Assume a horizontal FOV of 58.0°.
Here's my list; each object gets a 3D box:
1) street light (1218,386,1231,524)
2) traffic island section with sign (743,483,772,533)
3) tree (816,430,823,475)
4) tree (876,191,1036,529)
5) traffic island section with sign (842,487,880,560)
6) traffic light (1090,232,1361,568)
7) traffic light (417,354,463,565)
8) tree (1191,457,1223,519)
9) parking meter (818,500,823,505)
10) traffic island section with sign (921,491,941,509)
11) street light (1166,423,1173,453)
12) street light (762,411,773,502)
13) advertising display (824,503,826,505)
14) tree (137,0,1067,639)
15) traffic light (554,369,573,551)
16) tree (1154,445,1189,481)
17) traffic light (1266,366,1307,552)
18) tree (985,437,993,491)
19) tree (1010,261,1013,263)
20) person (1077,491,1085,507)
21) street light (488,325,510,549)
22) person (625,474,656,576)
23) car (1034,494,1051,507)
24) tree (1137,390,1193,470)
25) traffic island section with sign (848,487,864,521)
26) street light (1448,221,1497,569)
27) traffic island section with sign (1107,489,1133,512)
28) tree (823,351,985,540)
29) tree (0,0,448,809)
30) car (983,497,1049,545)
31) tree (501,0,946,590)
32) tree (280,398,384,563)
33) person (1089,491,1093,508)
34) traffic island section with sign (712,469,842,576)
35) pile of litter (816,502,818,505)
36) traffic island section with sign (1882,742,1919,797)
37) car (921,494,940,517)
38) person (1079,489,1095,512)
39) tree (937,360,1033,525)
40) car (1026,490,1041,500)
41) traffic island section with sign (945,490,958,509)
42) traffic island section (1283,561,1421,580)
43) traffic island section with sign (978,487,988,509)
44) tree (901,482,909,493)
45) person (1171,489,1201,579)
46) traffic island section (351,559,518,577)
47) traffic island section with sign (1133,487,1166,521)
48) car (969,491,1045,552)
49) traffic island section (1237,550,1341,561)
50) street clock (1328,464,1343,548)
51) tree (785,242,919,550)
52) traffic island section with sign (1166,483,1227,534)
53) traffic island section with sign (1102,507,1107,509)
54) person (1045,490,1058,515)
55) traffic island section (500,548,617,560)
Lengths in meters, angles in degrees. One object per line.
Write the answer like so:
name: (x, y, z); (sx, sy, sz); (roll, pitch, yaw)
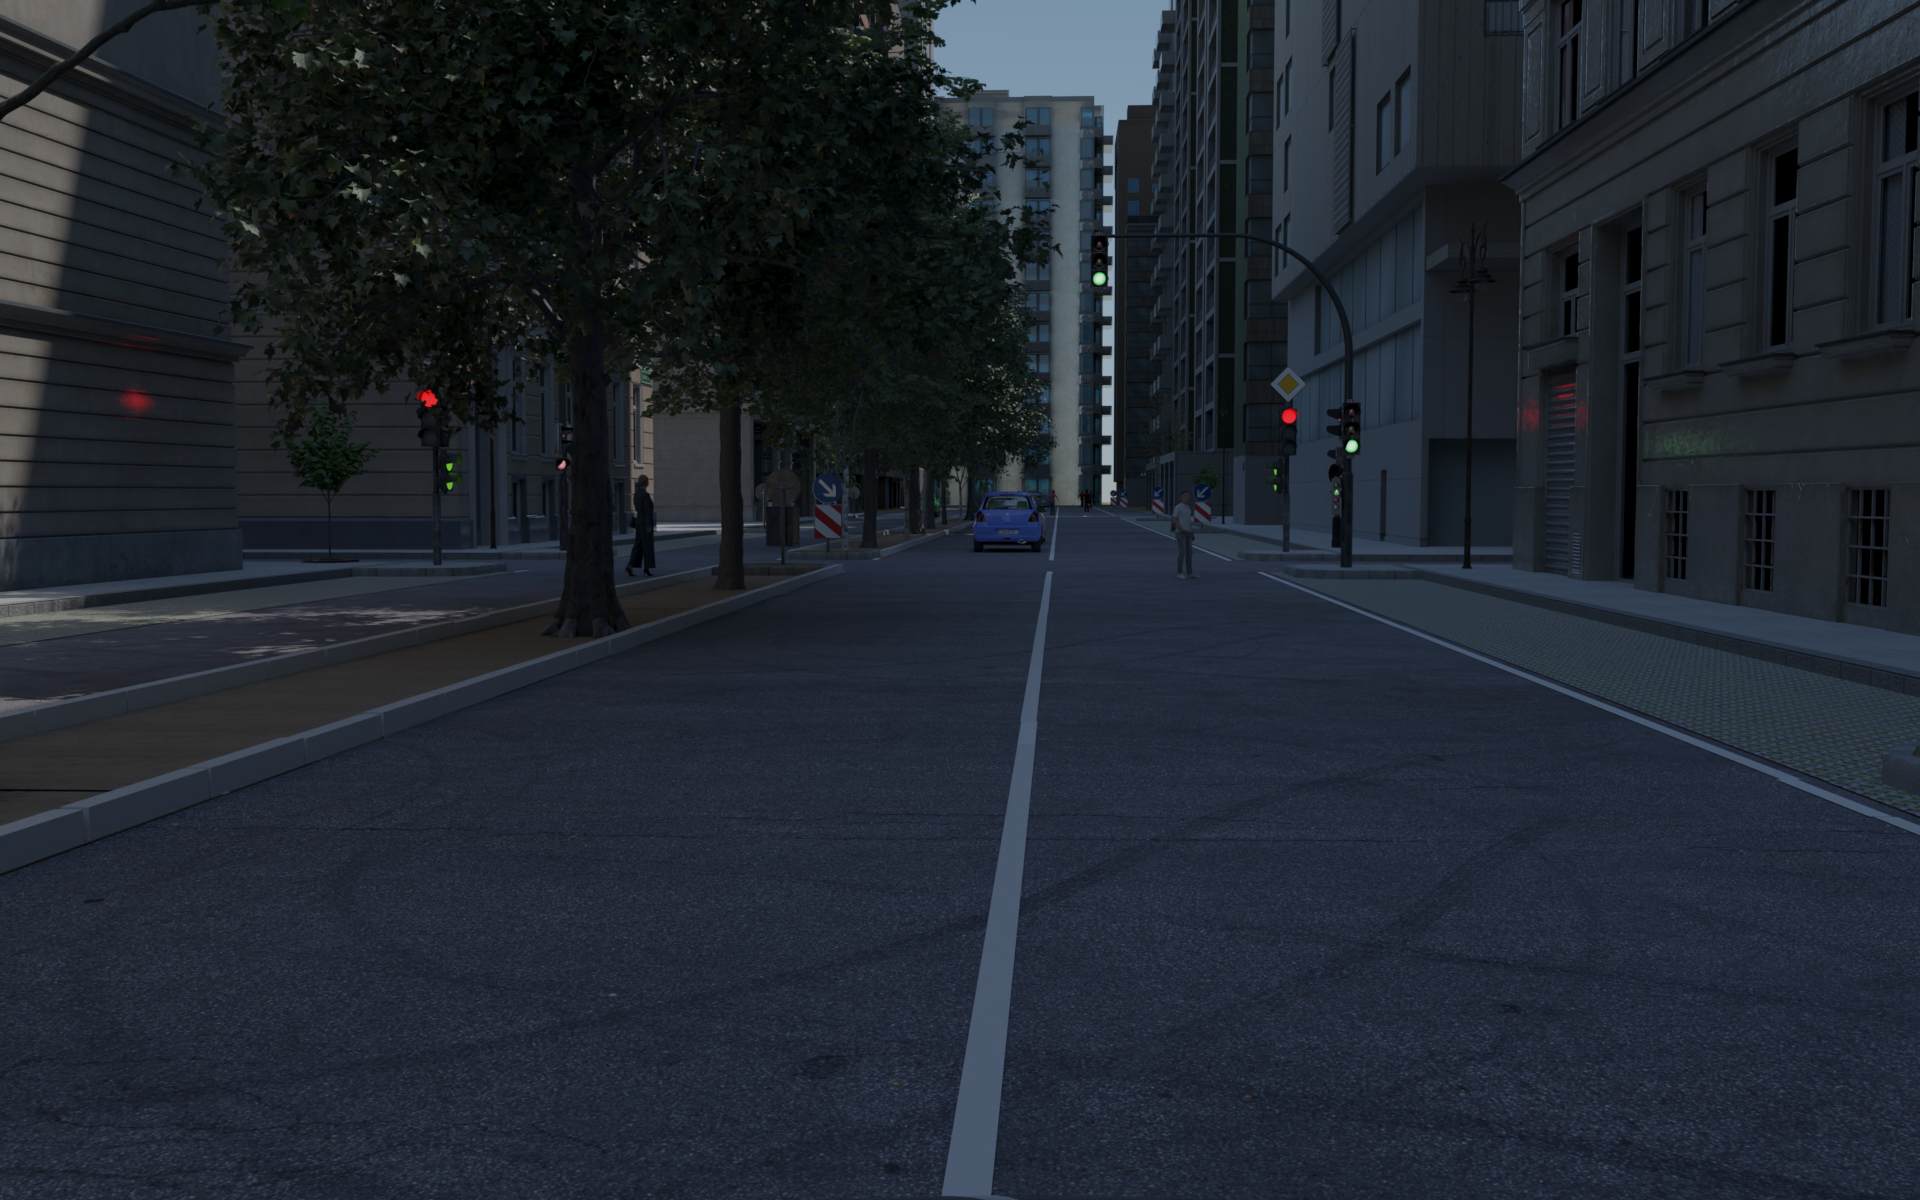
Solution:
street light: (11.287, -6.195, 74.076); (0.468, 5.910, 1.993); (0, 4, 3)
traffic island section with sign: (-7.231, -3.372, 63.768); (1.989, 1.847, 2.006); (0, 4, 3)
tree: (-7.895, -9.833, 111.127); (4.737, 8.622, 4.395); (0, 3, 0)
tree: (-1.343, -9.882, 70.683); (9.857, 13.997, 8.962); (0, 3, 0)
traffic island section with sign: (-2.852, -1.859, 38.528); (2.006, 1.907, 1.989); (0, 4, 3)
traffic light: (4.638, -3.395, 30.184); (4.771, 5.953, 1.251); (0, 4, 3)
traffic light: (-9.404, -2.581, 31.116); (0.839, 4.253, 0.868); (0, 4, 3)
tree: (12.794, -5.868, 90.545); (1.663, 3.219, 1.824); (0, 3, 0)
parking meter: (-9.101, -6.411, 113.236); (0.372, 1.533, 0.369); (0, 3, 0)
traffic island section with sign: (-2.795, -8.084, 140.797); (1.989, 1.847, 2.006); (0, 4, 3)
street light: (13.554, -8.525, 112.174); (0.468, 5.910, 1.993); (0, 4, 3)
street light: (-8.731, -6.483, 78.793); (0.468, 5.910, 1.993); (0, 4, 3)
advertising display: (-7.302, -5.453, 94.373); (0.123, 1.923, 0.974); (-1, 4, -11)
tree: (-3.742, -5.986, 17.331); (9.611, 12.733, 9.660); (0, 3, 0)
traffic light: (-6.851, -3.935, 39.003); (4.771, 5.953, 1.251); (0, 4, 3)
tree: (14.619, -8.079, 115.810); (4.285, 4.588, 4.351); (0, 3, 0)
traffic light: (7.191, -3.013, 38.177); (0.839, 4.253, 0.868); (0, 4, 3)
tree: (0.067, -8.180, 86.564); (4.737, 8.622, 4.395); (0, 3, 0)
tree: (-2.481, -7.667, 45.947); (7.486, 12.596, 7.792); (0, 3, 0)
person: (13.584, -11.296, 193.215); (0.705, 1.821, 1.348); (-2, 4, -32)
street light: (-10.943, -4.138, 40.445); (0.468, 5.910, 1.993); (0, 4, 3)
person: (-5.531, -1.299, 30.156); (0.576, 1.772, 0.534); (2, 4, 28)
car: (7.979, -9.320, 164.379); (2.014, 1.417, 4.499); (0, 4, 3)
tree: (14.532, -10.411, 120.588); (4.360, 8.622, 3.978); (0, 3, 0)
traffic island section with sign: (-5.616, -5.100, 92.017); (1.989, 1.847, 2.006); (0, 4, 3)
street light: (8.721, -3.475, 29.611); (0.468, 5.910, 1.993); (0, 4, 3)
traffic island section with sign: (13.100, -8.038, 140.047); (1.989, 1.847, 2.006); (0, 4, 3)
tree: (-1.610, -6.122, 52.918); (4.737, 8.622, 4.395); (0, 3, 0)
tree: (-4.812, -4.853, 7.557); (9.928, 11.665, 9.643); (0, 3, 0)
car: (1.538, -2.339, 50.612); (2.083, 1.381, 4.827); (0, 4, 4)
tree: (-3.510, -6.445, 25.968); (7.486, 12.596, 7.792); (0, 3, 0)
tree: (-12.001, -2.324, 32.595); (1.663, 3.219, 1.824); (0, 3, 0)
person: (12.952, -10.016, 172.970); (0.721, 1.735, 1.217); (3, 5, 41)
traffic island section with sign: (-3.288, -1.407, 31.133); (2.006, 1.907, 1.989); (0, 4, 3)
pile of litter: (-9.265, -5.863, 109.817); (1.719, 0.858, 1.176); (1, 4, 14)
traffic island section with sign: (5.499, 0.040, 7.976); (1.989, 1.847, 2.006); (0, 4, 3)
car: (-2.178, -6.032, 107.425); (1.959, 1.807, 4.718); (0, 4, 2)
person: (10.109, -7.919, 137.935); (1.348, 1.831, 0.705); (2, 4, 26)
tree: (-0.676, -8.771, 80.279); (8.767, 10.594, 7.601); (0, 4, 3)
car: (7.694, -10.558, 181.299); (2.281, 1.827, 5.304); (0, 4, 2)
traffic island section with sign: (-1.192, -9.789, 168.679); (1.989, 1.847, 2.006); (0, 4, 3)
traffic island section: (6.771, -0.491, 30.317); (2.009, 0.180, 2.903); (0, 4, 3)
traffic island section with sign: (1.462, -6.447, 113.543); (2.006, 1.907, 1.989); (0, 4, 3)
tree: (-4.524, -10.261, 162.375); (1.663, 3.219, 1.824); (0, 3, 0)
person: (3.810, -1.112, 29.278); (0.523, 1.515, 0.503); (1, 4, 13)
traffic island section: (-9.443, -0.549, 31.253); (2.009, 0.180, 2.903); (0, 4, 3)
traffic island section with sign: (10.304, -5.066, 91.463); (1.989, 1.847, 2.006); (0, 4, 3)
car: (1.197, -2.097, 43.874); (1.945, 1.707, 3.694); (0, 4, 1)
traffic island section: (7.230, -0.979, 38.289); (2.009, 0.180, 2.903); (0, 4, 3)
street clock: (9.011, -2.249, 41.344); (0.358, 2.002, 0.471); (-1, 4, -22)
tree: (-2.659, -5.336, 40.055); (4.360, 8.622, 3.978); (0, 3, 0)
traffic island section with sign: (8.691, -3.346, 63.342); (1.989, 1.847, 2.006); (0, 4, 3)
traffic island section with sign: (14.664, -9.689, 167.047); (1.989, 1.847, 2.006); (0, 4, 3)
person: (6.202, -6.588, 116.935); (1.217, 1.743, 0.721); (3, 5, 45)
traffic island section: (-8.984, -1.036, 39.224); (2.009, 0.180, 2.903); (0, 4, 3)
